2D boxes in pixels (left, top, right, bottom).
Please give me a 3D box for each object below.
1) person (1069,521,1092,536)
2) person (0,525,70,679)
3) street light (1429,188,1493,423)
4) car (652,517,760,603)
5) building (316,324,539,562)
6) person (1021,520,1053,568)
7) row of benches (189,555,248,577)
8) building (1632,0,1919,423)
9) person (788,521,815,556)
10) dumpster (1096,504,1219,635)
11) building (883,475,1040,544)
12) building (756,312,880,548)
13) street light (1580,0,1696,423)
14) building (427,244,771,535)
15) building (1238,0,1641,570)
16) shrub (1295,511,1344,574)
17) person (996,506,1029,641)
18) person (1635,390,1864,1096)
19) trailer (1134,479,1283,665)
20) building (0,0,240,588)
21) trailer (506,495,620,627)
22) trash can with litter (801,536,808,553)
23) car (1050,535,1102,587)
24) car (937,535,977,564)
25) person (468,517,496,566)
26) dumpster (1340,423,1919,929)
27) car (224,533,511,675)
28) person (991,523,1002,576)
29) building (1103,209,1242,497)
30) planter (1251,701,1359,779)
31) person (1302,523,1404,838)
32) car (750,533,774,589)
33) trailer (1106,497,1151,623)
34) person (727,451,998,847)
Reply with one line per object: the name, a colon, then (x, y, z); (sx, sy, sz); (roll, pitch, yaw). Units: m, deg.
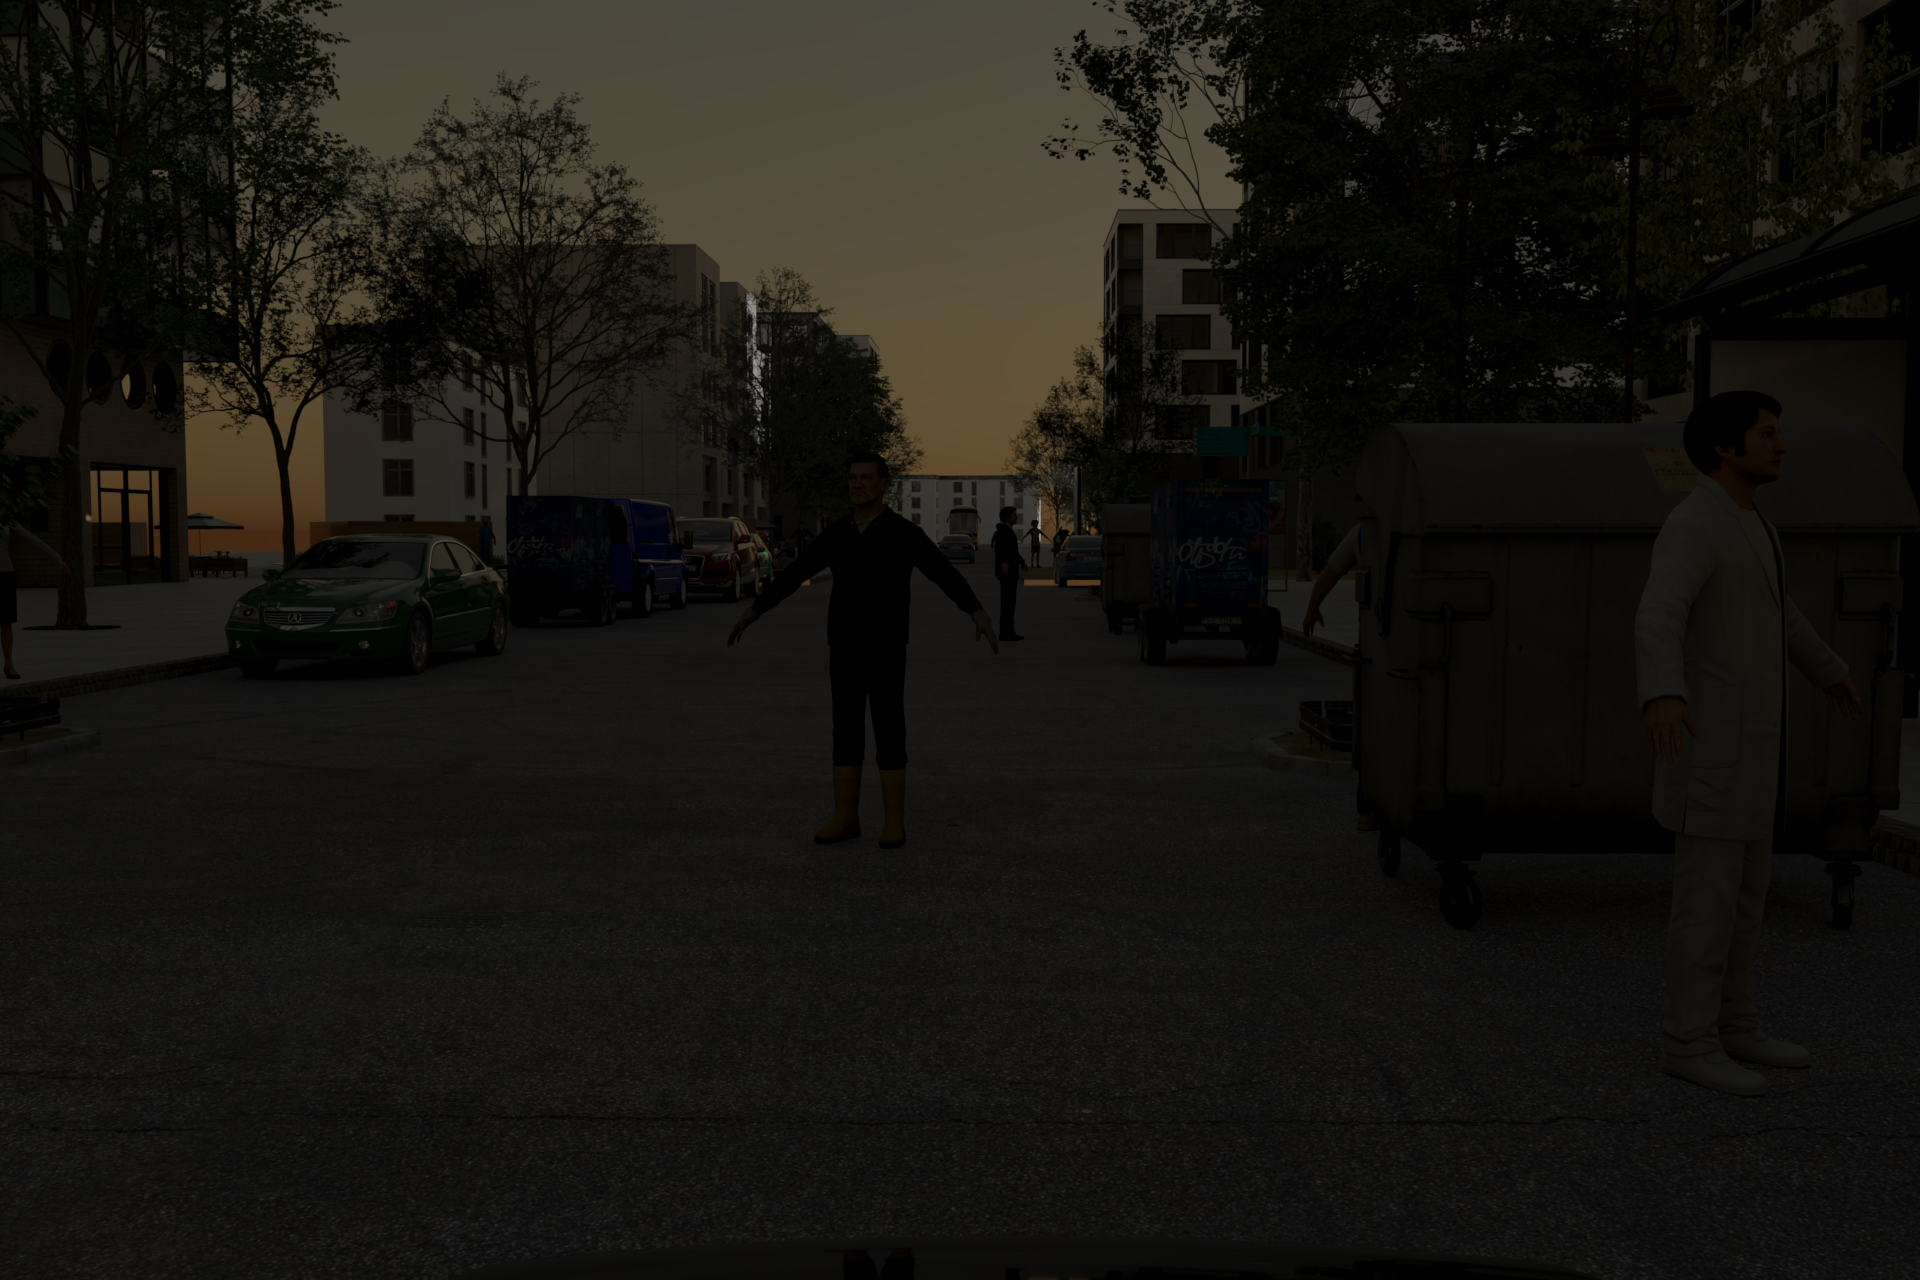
person: (4.892, -3.928, 70.196); (1.349, 1.833, 0.705); (0, 4, -8)
person: (-8.485, -0.513, 15.212); (1.217, 1.735, 0.721); (-3, 5, -42)
street light: (6.792, -3.110, 23.639); (0.468, 5.910, 1.993); (0, 4, 1)
car: (-5.626, -1.788, 37.915); (2.281, 1.827, 5.304); (0, 4, 1)
building: (-24.815, -8.644, 83.484); (9.099, 9.664, 28.070); (0, 4, 1)
person: (2.872, -3.640, 65.660); (1.345, 1.843, 0.704); (-2, 4, -24)
row of benches: (-23.413, -2.238, 52.062); (4.104, 0.672, 1.422); (1, 4, 13)
building: (27.408, -13.817, 29.106); (19.350, 26.588, 34.151); (0, 4, 1)
person: (-6.794, -4.194, 74.499); (1.347, 1.837, 0.705); (0, 4, 6)
dumpster: (2.934, -1.029, 25.035); (1.865, 1.857, 1.264); (0, 4, 0)
building: (-2.863, -18.323, 244.185); (28.070, 9.664, 9.099); (0, 4, 7)
building: (-23.272, -20.309, 176.034); (27.936, 21.610, 32.646); (0, 4, 2)
street light: (5.941, -2.604, 15.360); (0.468, 5.910, 1.993); (0, 4, 1)
building: (-23.900, -15.620, 121.850); (16.747, 18.905, 31.486); (0, 4, 2)
building: (26.007, -14.217, 76.427); (27.936, 21.610, 32.646); (0, 4, 1)
shrub: (11.505, -3.119, 55.408); (1.690, 2.028, 1.600); (0, 3, 0)
person: (0.681, -0.899, 23.335); (0.705, 1.806, 1.347); (1, 4, 14)
person: (2.056, 0.248, 4.581); (0.705, 1.806, 1.347); (3, 5, 44)
trailer: (2.744, -0.789, 19.944); (1.471, 1.999, 3.904); (0, 4, 0)
building: (-30.526, -13.470, 26.812); (21.656, 26.213, 47.522); (0, 4, 0)
trailer: (-6.216, -1.181, 26.358); (1.471, 1.999, 3.904); (0, 4, 1)
trash can with litter: (-5.926, -3.465, 67.708); (1.678, 1.210, 2.233); (0, 4, 1)
car: (3.534, -2.201, 47.997); (2.014, 1.417, 4.499); (0, 4, 1)
car: (-0.152, -4.494, 85.479); (2.014, 1.417, 4.499); (0, 4, 1)
person: (-15.350, -3.044, 55.902); (0.704, 1.817, 1.347); (1, 4, 22)
dumpster: (2.515, 0.090, 6.751); (1.865, 1.857, 1.264); (0, 4, 0)
car: (-6.371, -0.447, 19.111); (2.131, 1.459, 4.920); (0, 4, 1)
person: (1.352, -3.046, 58.449); (0.705, 1.806, 1.347); (-2, 4, -29)
building: (24.122, -17.209, 125.339); (27.936, 21.610, 32.646); (0, 4, 1)
planter: (2.898, 0.619, 11.011); (1.991, 0.319, 1.994); (0, 4, 2)
person: (2.107, 0.001, 8.300); (0.705, 1.847, 1.347); (-3, 4, -36)
car: (-5.848, -2.158, 44.083); (1.959, 1.807, 4.718); (0, 4, 1)
trailer: (3.102, -1.319, 28.615); (1.471, 1.999, 3.904); (0, 4, 0)
person: (-0.436, 0.035, 8.027); (1.346, 1.812, 0.704); (1, 4, 20)
